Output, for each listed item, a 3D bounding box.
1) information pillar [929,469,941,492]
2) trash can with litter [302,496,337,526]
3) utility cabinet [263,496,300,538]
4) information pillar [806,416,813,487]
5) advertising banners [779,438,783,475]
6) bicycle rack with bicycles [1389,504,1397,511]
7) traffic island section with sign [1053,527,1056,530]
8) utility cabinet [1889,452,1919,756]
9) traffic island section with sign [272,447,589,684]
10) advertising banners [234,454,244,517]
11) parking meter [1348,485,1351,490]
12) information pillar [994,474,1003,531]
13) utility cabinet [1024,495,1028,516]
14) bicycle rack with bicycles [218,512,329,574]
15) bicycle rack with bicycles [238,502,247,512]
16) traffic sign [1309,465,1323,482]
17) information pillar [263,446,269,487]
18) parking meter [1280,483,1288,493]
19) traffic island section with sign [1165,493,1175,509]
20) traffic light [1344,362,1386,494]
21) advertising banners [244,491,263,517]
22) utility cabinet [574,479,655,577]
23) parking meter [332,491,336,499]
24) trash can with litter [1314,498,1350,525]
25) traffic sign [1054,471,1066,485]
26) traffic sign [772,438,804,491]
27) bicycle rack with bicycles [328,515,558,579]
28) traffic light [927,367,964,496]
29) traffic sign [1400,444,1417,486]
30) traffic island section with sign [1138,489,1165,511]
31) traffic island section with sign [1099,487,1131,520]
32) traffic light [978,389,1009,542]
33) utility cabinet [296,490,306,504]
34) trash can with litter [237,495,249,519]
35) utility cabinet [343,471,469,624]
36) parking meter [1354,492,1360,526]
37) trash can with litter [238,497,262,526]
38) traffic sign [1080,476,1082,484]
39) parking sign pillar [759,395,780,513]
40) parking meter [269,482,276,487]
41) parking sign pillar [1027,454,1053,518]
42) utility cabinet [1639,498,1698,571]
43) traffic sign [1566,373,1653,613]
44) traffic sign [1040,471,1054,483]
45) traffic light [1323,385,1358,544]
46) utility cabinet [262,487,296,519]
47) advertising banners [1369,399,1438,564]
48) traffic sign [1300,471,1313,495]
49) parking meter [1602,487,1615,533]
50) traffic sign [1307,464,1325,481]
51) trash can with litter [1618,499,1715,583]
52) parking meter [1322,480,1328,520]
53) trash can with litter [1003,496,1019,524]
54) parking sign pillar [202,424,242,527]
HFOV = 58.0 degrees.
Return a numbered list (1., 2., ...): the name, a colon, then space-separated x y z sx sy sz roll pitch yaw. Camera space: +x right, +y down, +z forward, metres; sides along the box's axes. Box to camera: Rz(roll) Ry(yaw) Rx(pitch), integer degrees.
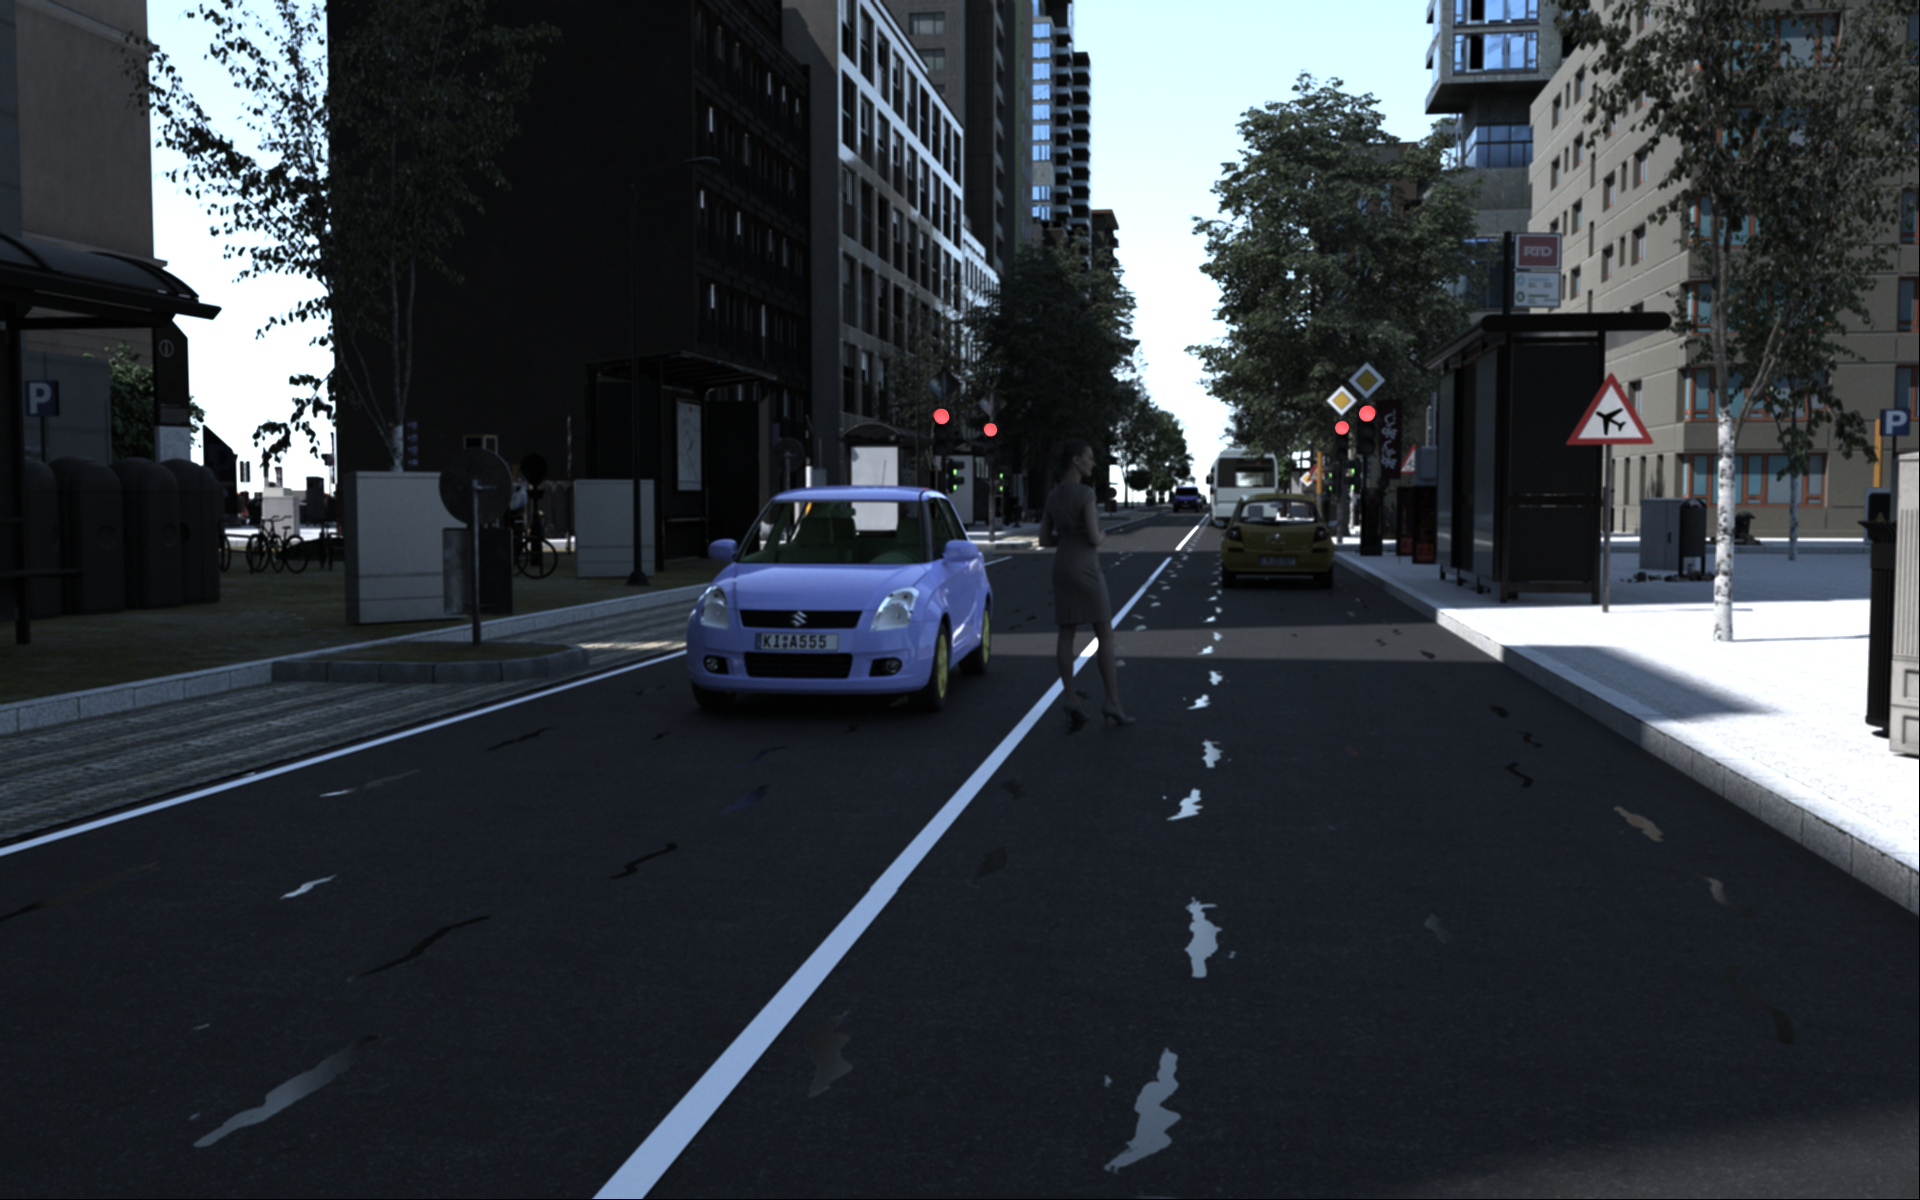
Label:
1. information pillar: -0.717 -2.887 51.698 0.304 2.012 0.304 3 5 41
2. trash can with litter: -25.520 -3.579 69.577 2.233 1.210 1.678 -1 4 -16
3. utility cabinet: -19.990 -2.439 51.041 1.020 1.237 0.306 1 4 12
4. information pillar: -4.488 -3.685 51.608 0.183 3.616 0.504 -1 4 -21
5. advertising banners: -6.306 -3.576 54.659 2.074 3.025 0.090 3 5 41
6. bicycle rack with bicycles: 15.955 -2.982 62.130 2.852 0.926 2.925 -3 5 -41
7. traffic island section with sign: 4.267 -3.673 68.688 1.989 1.847 2.006 1 4 9
8. utility cabinet: 4.905 0.043 7.971 0.318 1.500 1.173 -1 4 -22
9. traffic island section with sign: -4.119 -0.327 13.973 1.989 1.847 2.006 1 4 9
10. advertising banners: -31.736 -4.765 74.098 0.090 3.025 2.074 2 4 31
11. parking meter: 21.073 -5.405 94.079 0.255 1.863 0.399 1 4 20
12. information pillar: 1.339 -3.437 60.691 0.304 2.012 0.304 0 4 -2
13. utility cabinet: 4.283 -5.548 101.872 1.020 1.237 0.306 3 4 37
14. bicycle rack with bicycles: -11.256 -0.950 28.916 2.852 0.926 2.925 -3 4 -36
15. bicycle rack with bicycles: -33.950 -4.051 79.612 2.852 0.926 2.925 -1 4 -18
16. traffic sign: 15.455 -4.562 74.702 0.768 2.556 0.104 1 4 17
17. information pillar: -34.146 -5.742 85.240 0.183 3.616 0.504 0 4 1
18. parking meter: 17.620 -5.420 94.327 0.255 1.863 0.399 -2 4 -35
19. traffic island section with sign: 19.943 -9.923 170.864 1.989 1.847 2.006 1 4 9
20. traffic light: 8.618 -2.934 36.896 0.839 4.253 0.868 1 4 9
21. advertising banners: -40.028 -6.163 96.959 2.074 3.025 0.090 0 4 -2
22. utility cabinet: -5.292 -1.092 26.530 1.173 1.500 0.318 -1 4 -18
23. parking meter: -43.881 -6.925 121.631 0.372 1.533 0.369 0 3 0
24. trash can with litter: 15.223 -3.751 72.383 2.233 1.210 1.678 1 4 17
25. traffic sign: 5.528 -5.781 94.630 0.768 2.556 0.104 1 4 12
26. traffic sign: -3.899 -2.391 39.201 0.768 2.556 0.104 1 4 16
27. bicycle rack with bicycles: -7.498 -0.800 26.470 2.925 0.926 2.852 1 4 11
28. traffic light: -0.341 -3.017 38.249 0.839 4.253 0.868 1 4 9
29. traffic sign: 11.850 -2.770 45.285 0.884 2.594 0.081 1 4 17
30. traffic island section with sign: 15.830 -8.286 144.110 1.989 1.847 2.006 1 4 9
31. traffic island section with sign: 8.393 -5.318 95.569 1.989 1.847 2.006 1 4 9
32. traffic light: 0.869 -3.500 46.142 0.839 4.253 0.868 1 4 9
33. utility cabinet: -36.187 -5.239 94.332 0.318 1.500 1.173 2 4 25
34. trash can with litter: -36.838 -4.689 87.718 1.678 1.210 2.233 1 4 23
35. utility cabinet: -5.543 -0.530 17.338 1.173 1.500 0.318 -3 5 -45
36. parking meter: 15.888 -3.741 69.574 0.372 1.533 0.369 0 3 0
37. trash can with litter: -28.923 -3.610 70.407 1.055 1.170 0.624 0 3 0
38. traffic sign: 6.204 -5.520 92.383 0.606 2.300 0.079 1 4 18
39. parking sign pillar: -5.534 -3.620 47.660 1.447 3.967 1.447 3 5 42
40. parking meter: -33.519 -4.817 84.461 0.255 1.863 0.399 -1 4 -12
41. parking sign pillar: 4.262 -6.352 92.332 1.447 3.967 1.447 0 4 -5
42. utility cabinet: 11.974 -1.110 29.315 0.306 1.237 1.020 -1 4 -21
43. traffic sign: 6.989 -1.142 18.680 0.884 2.594 0.081 1 4 13
44. traffic sign: 4.566 -5.550 90.851 0.768 2.556 0.104 1 4 18
45. traffic light: 9.828 -3.417 44.789 0.839 4.253 0.868 1 4 9
46. utility cabinet: -21.882 -2.868 55.566 1.173 1.500 0.318 3 4 36
47. advertising banners: 8.564 -2.171 31.686 2.074 3.025 0.090 2 4 35
48. traffic sign: 17.391 -5.231 86.715 0.795 2.450 0.064 1 4 11
49. parking meter: 21.676 -3.027 57.899 0.372 1.533 0.369 0 3 0
50. traffic sign: 14.699 -4.354 71.197 0.884 2.594 0.081 1 4 13
51. trash can with litter: 10.560 -0.902 25.800 2.233 1.210 1.678 -2 4 -29
52. parking meter: 14.790 -3.951 70.310 0.255 1.863 0.399 1 4 10
53. trash can with litter: 1.741 -3.924 75.213 1.678 1.210 2.233 1 4 19
54. parking sign pillar: -28.791 -4.829 67.420 1.447 3.967 1.447 1 4 22
